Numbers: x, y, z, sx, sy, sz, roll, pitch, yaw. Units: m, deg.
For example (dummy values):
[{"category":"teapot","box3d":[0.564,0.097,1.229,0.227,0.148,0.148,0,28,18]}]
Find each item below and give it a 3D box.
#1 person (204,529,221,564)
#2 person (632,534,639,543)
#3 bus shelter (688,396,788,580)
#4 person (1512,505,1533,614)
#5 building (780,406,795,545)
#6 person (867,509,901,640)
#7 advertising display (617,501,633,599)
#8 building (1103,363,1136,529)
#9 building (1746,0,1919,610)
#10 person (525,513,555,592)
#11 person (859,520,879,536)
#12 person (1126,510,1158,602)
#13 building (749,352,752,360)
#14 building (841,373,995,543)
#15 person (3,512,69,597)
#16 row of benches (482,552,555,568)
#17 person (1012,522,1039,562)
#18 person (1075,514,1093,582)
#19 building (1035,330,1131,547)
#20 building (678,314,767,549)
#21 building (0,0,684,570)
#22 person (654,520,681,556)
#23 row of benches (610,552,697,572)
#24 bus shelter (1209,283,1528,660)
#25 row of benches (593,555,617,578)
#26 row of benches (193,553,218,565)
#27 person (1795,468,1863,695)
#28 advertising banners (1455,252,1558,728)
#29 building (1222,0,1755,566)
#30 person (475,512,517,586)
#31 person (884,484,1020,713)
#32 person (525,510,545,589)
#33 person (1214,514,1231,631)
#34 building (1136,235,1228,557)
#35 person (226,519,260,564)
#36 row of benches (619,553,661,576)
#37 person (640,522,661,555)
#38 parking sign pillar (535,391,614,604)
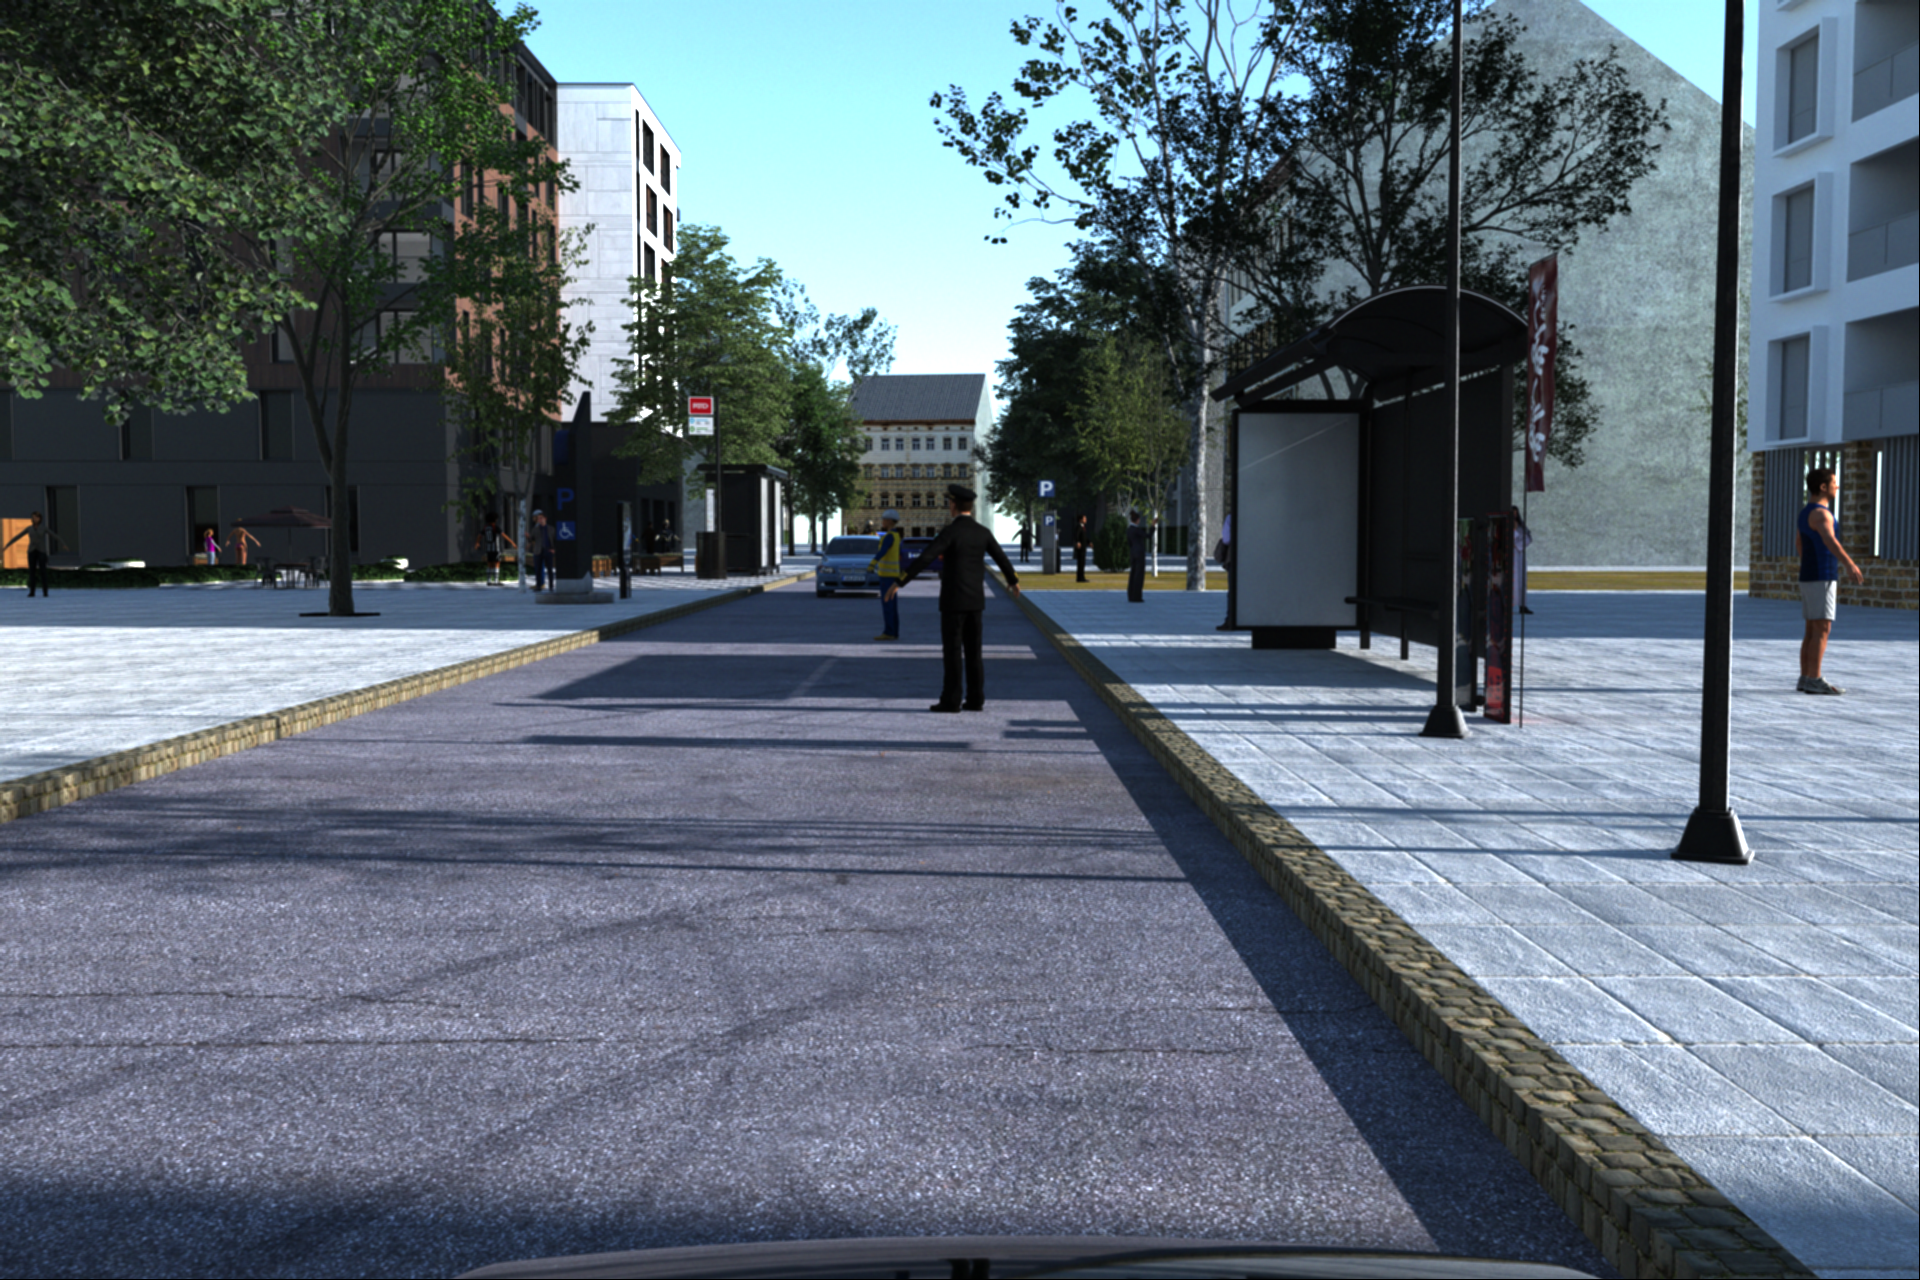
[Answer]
[{"category":"person","box3d":[-21.741,-2.515,50.379,0.991,1.433,0.599,3,5,44]},{"category":"person","box3d":[-13.480,-3.930,70.216,0.705,1.833,1.349,2,4,23]},{"category":"bus shelter","box3d":[-6.807,-4.614,53.074,2.179,5.291,8.768,0,4,0]},{"category":"person","box3d":[8.905,-1.297,27.918,0.551,1.740,0.621,-2,4,-23]},{"category":"building","box3d":[-29.979,-21.078,211.089,16.747,18.905,31.486,0,4,0]},{"category":"person","box3d":[-1.035,-0.891,23.488,0.721,1.772,1.216,1,4,13]},{"category":"advertising display","box3d":[-6.692,-1.797,34.599,0.123,1.923,0.974,0,4,0]},{"category":"building","box3d":[23.244,-20.400,164.475,19.493,23.208,18.063,0,4,-1]},{"category":"building","box3d":[20.921,-10.770,32.513,16.016,20.090,11.380,0,4,0]},{"category":"person","box3d":[-9.281,-1.947,38.407,0.617,1.759,0.750,0,4,4]},{"category":"person","box3d":[-2.736,-2.692,52.247,1.354,1.858,0.705,-1,4,-15]},{"category":"person","box3d":[3.449,-1.576,32.610,0.742,1.727,0.445,2,4,32]},{"category":"building","box3d":[-25.694,-19.425,174.024,16.016,20.090,11.380,0,4,0]},{"category":"building","box3d":[-5.457,-24.659,236.564,18.063,23.208,19.493,1,4,9]},{"category":"person","box3d":[-18.840,-1.747,35.330,1.215,1.744,0.721,-1,4,-15]},{"category":"row of benches","box3d":[-14.222,-2.566,57.413,4.104,0.672,1.422,2,4,29]},{"category":"person","box3d":[2.959,-4.467,79.168,1.348,1.813,0.705,2,4,25]},{"category":"person","box3d":[3.262,-2.445,46.168,0.705,1.806,1.347,1,4,19]},{"category":"building","box3d":[22.098,-21.169,190.085,27.936,21.610,32.646,0,4,0]},{"category":"building","box3d":[-28.096,-20.242,161.885,19.493,23.208,18.063,0,4,-1]},{"category":"building","box3d":[-28.700,-14.227,76.587,27.936,21.610,32.646,0,4,-1]},{"category":"person","box3d":[-11.822,-3.914,69.775,0.705,1.856,1.354,3,5,43]},{"category":"row of benches","box3d":[-9.965,-2.635,58.538,4.104,0.672,1.422,0,4,-8]},{"category":"bus shelter","box3d":[3.798,-1.397,16.762,2.014,3.302,5.546,0,3,0]},{"category":"row of benches","box3d":[-10.831,-2.169,50.922,1.422,0.672,4.104,0,4,1]},{"category":"row of benches","box3d":[-23.786,-2.392,54.568,1.422,0.672,4.104,-2,4,-25]},{"category":"person","box3d":[6.944,-0.476,13.950,0.704,1.807,1.345,1,4,11]},{"category":"advertising banners","box3d":[3.695,-0.958,11.853,0.090,3.025,2.074,0,3,0]},{"category":"building","box3d":[22.510,-15.065,77.249,19.493,23.208,18.063,0,4,0]},{"category":"person","box3d":[-11.572,-2.254,43.002,1.345,1.843,0.704,2,4,28]},{"category":"person","box3d":[-0.004,-0.343,13.999,1.347,1.837,0.705,-3,4,-37]},{"category":"person","box3d":[-9.915,-2.128,40.650,0.705,1.847,1.347,0,4,1]},{"category":"person","box3d":[3.713,-1.046,23.017,0.709,1.838,0.599,-1,4,-10]},{"category":"building","box3d":[21.334,-14.916,110.334,16.747,18.905,31.486,0,4,-1]},{"category":"person","box3d":[-21.322,-2.731,51.463,1.217,1.733,0.721,1,4,19]},{"category":"row of benches","box3d":[-10.217,-2.433,55.236,1.422,0.672,4.104,-1,4,-20]},{"category":"person","box3d":[-13.171,-4.136,73.756,1.346,1.812,0.704,2,4,35]},{"category":"parking sign pillar","box3d":[-7.176,-2.671,32.145,1.447,3.967,1.447,0,4,0]}]
